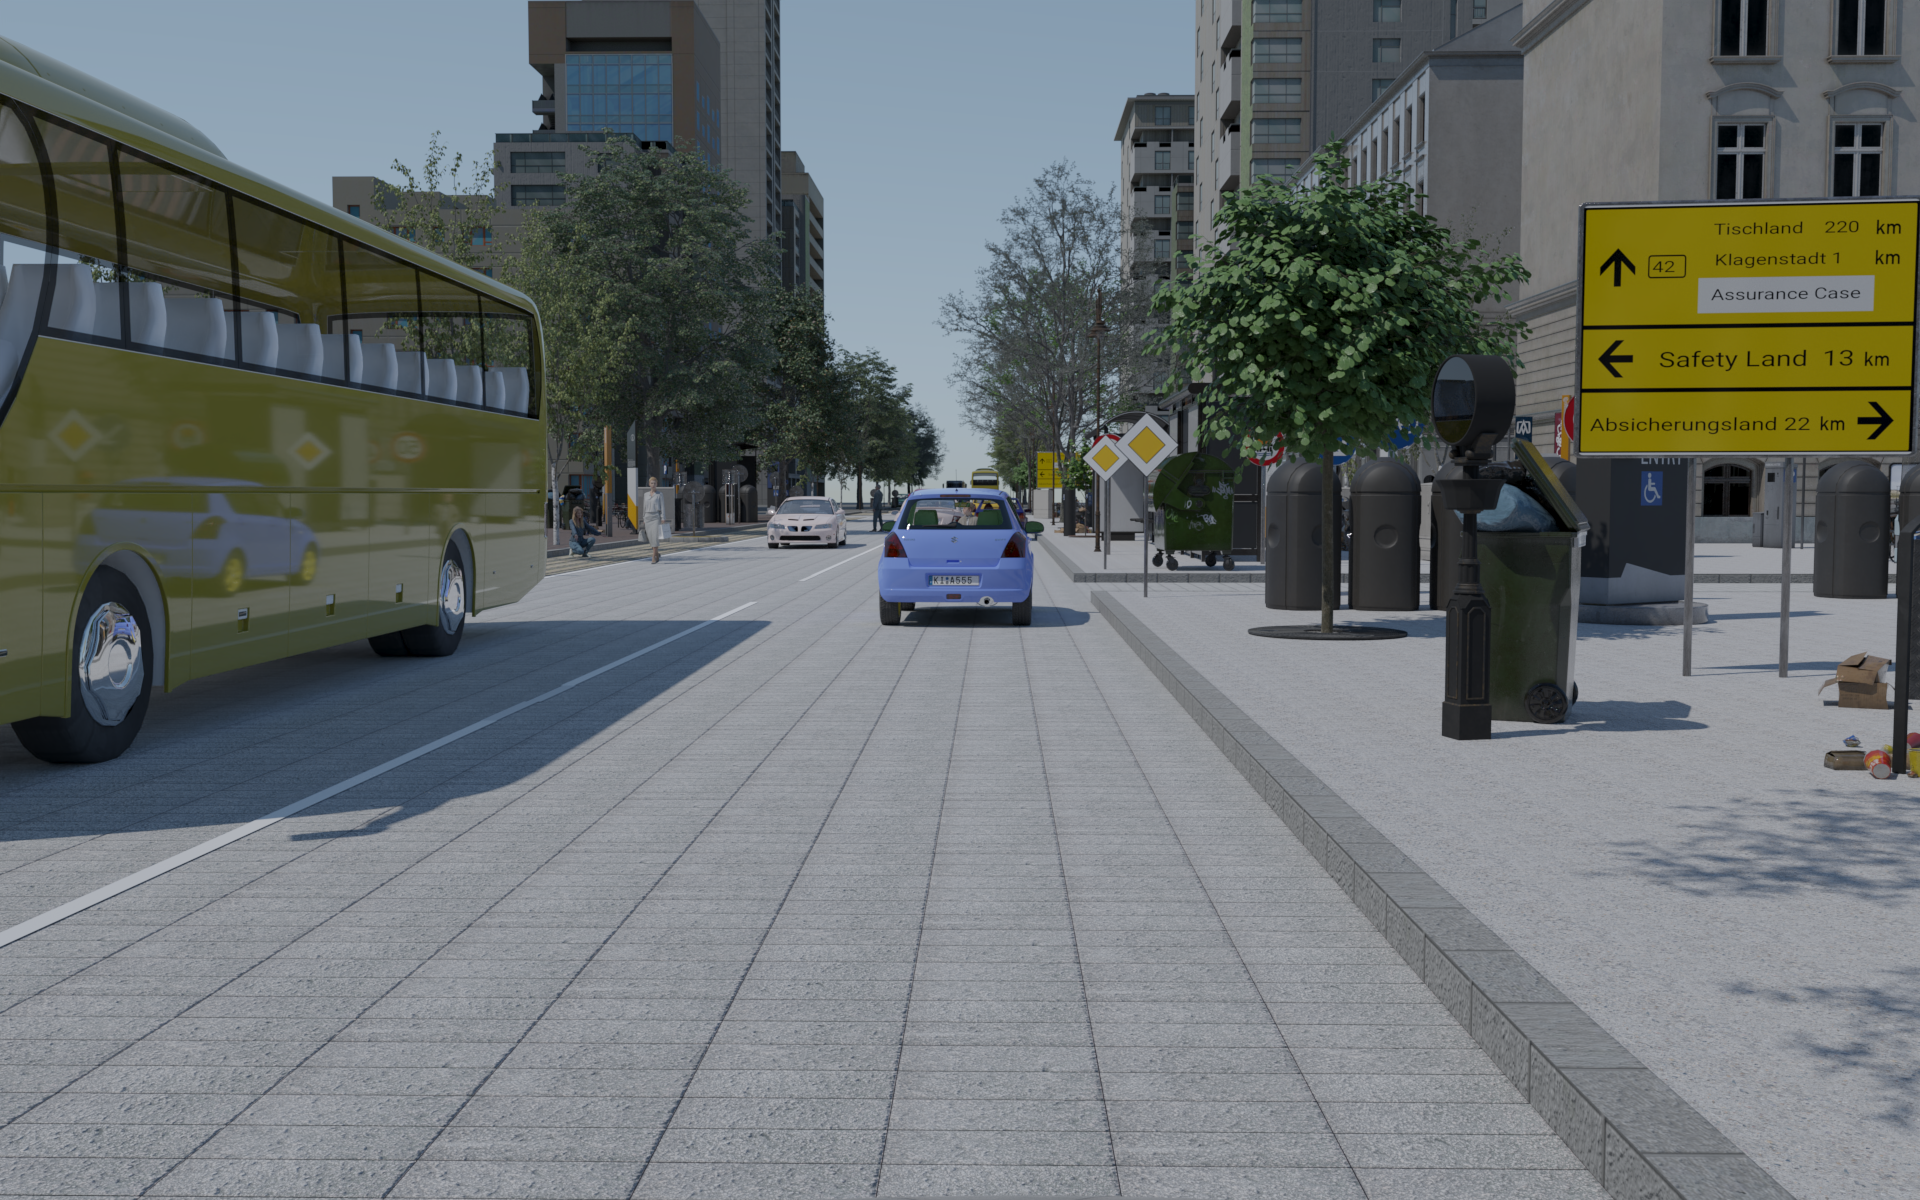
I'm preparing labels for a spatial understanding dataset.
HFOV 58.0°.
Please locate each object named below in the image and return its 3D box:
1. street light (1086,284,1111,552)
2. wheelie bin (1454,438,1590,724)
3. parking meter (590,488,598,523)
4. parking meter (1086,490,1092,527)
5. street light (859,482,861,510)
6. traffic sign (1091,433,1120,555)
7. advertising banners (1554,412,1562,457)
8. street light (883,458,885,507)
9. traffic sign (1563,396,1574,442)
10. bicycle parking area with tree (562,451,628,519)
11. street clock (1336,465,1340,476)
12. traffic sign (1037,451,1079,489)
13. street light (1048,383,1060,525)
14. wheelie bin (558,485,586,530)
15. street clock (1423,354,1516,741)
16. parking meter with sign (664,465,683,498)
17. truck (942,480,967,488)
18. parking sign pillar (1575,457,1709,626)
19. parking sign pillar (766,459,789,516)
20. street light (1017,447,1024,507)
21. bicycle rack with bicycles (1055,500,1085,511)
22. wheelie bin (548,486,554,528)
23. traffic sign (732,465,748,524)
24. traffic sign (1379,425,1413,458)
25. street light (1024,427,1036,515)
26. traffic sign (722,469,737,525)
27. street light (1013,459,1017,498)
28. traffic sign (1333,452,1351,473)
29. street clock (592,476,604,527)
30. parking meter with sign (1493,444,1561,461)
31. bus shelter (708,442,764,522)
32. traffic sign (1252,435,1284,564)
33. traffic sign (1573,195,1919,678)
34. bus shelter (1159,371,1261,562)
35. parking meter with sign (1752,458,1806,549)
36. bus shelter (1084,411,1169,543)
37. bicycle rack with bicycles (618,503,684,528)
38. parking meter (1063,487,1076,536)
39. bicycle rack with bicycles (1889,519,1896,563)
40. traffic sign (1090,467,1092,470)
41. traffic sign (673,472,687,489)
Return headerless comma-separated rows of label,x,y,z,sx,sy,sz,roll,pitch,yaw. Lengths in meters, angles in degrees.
street light,3.059,-4.008,38.318,0.468,5.910,1.993,0,4,1
wheelie bin,3.212,-0.124,9.929,0.693,1.594,0.980,2,4,25
parking meter,-16.151,-4.160,76.430,0.372,1.533,0.369,0,3,0
parking meter,5.014,-3.574,66.848,0.372,1.533,0.369,0,3,0
street light,-8.053,-10.194,139.464,0.468,5.910,1.993,0,4,1
traffic sign,3.138,-2.226,36.495,0.768,2.556,0.104,1,4,11
advertising banners,12.683,-2.542,37.743,0.090,3.025,2.074,-1,4,-8
street light,-7.544,-12.181,171.954,0.468,5.910,1.993,0,4,1
traffic sign,7.537,-1.251,20.566,0.768,2.556,0.104,1,4,9
bicycle parking area with tree,-22.684,-6.836,98.765,9.016,4.147,8.231,3,5,43
street clock,7.400,-1.856,34.908,0.471,2.002,0.358,1,4,21
traffic sign,4.786,-5.432,82.685,2.265,3.308,0.079,0,4,6
street light,3.829,-5.995,70.802,0.468,5.910,1.993,0,4,1
wheelie bin,-13.830,-3.310,62.021,0.980,1.594,0.693,-3,5,-41
street clock,2.665,-0.274,9.056,0.358,2.002,0.471,-1,4,-13
parking meter with sign,-16.931,-6.620,104.505,1.738,3.016,0.543,-2,4,-25
truck,-0.627,-15.376,247.327,3.469,3.379,9.791,0,4,2
parking sign pillar,6.812,-1.773,17.466,1.447,3.967,1.447,-2,4,-33
parking sign pillar,-10.802,-6.989,102.736,1.447,3.967,1.447,2,4,30
street light,5.360,-10.717,148.005,0.468,5.910,1.993,0,4,1
bicycle rack with bicycles,6.795,-5.523,103.687,2.925,0.926,2.852,1,4,15
wheelie bin,-15.219,-3.482,64.833,0.693,1.594,0.980,-1,4,-23
traffic sign,-9.608,-4.598,75.289,0.768,2.556,0.104,0,4,2
traffic sign,5.058,-1.237,20.332,0.768,2.556,0.104,0,4,7
street light,4.705,-8.730,115.518,0.468,5.910,1.993,0,4,1
traffic sign,-9.482,-4.231,71.313,0.606,2.300,0.079,0,4,4
street light,6.012,-12.716,180.697,0.468,5.910,1.993,0,4,1
traffic sign,6.656,-1.880,30.852,0.768,2.556,0.104,0,4,7
street clock,-14.286,-3.911,68.509,0.471,2.002,0.358,-3,4,-39
parking meter with sign,10.824,-2.207,32.345,1.738,3.016,0.543,0,4,7
bus shelter,-10.465,-5.508,81.343,1.731,3.624,6.357,0,4,1
traffic sign,5.525,-1.922,31.535,0.768,2.556,0.104,0,4,3
traffic sign,5.441,-1.112,12.053,2.265,3.308,0.079,0,4,8
bus shelter,5.450,-3.618,36.792,2.179,5.291,8.768,0,4,1
parking meter with sign,19.434,-2.735,40.977,0.543,3.016,1.738,-1,4,-9
bus shelter,4.345,-3.114,44.830,2.014,3.302,5.546,0,4,1
bicycle rack with bicycles,-12.032,-3.238,66.331,2.852,0.926,2.925,2,4,29
parking meter,3.333,-2.704,52.625,0.372,1.533,0.369,0,3,0
bicycle rack with bicycles,18.293,-1.208,33.134,2.852,0.926,2.925,0,4,-2
traffic sign,3.948,-2.921,47.858,0.768,2.556,0.104,1,4,8
traffic sign,-12.716,-4.683,78.692,0.606,2.300,0.079,0,4,2
